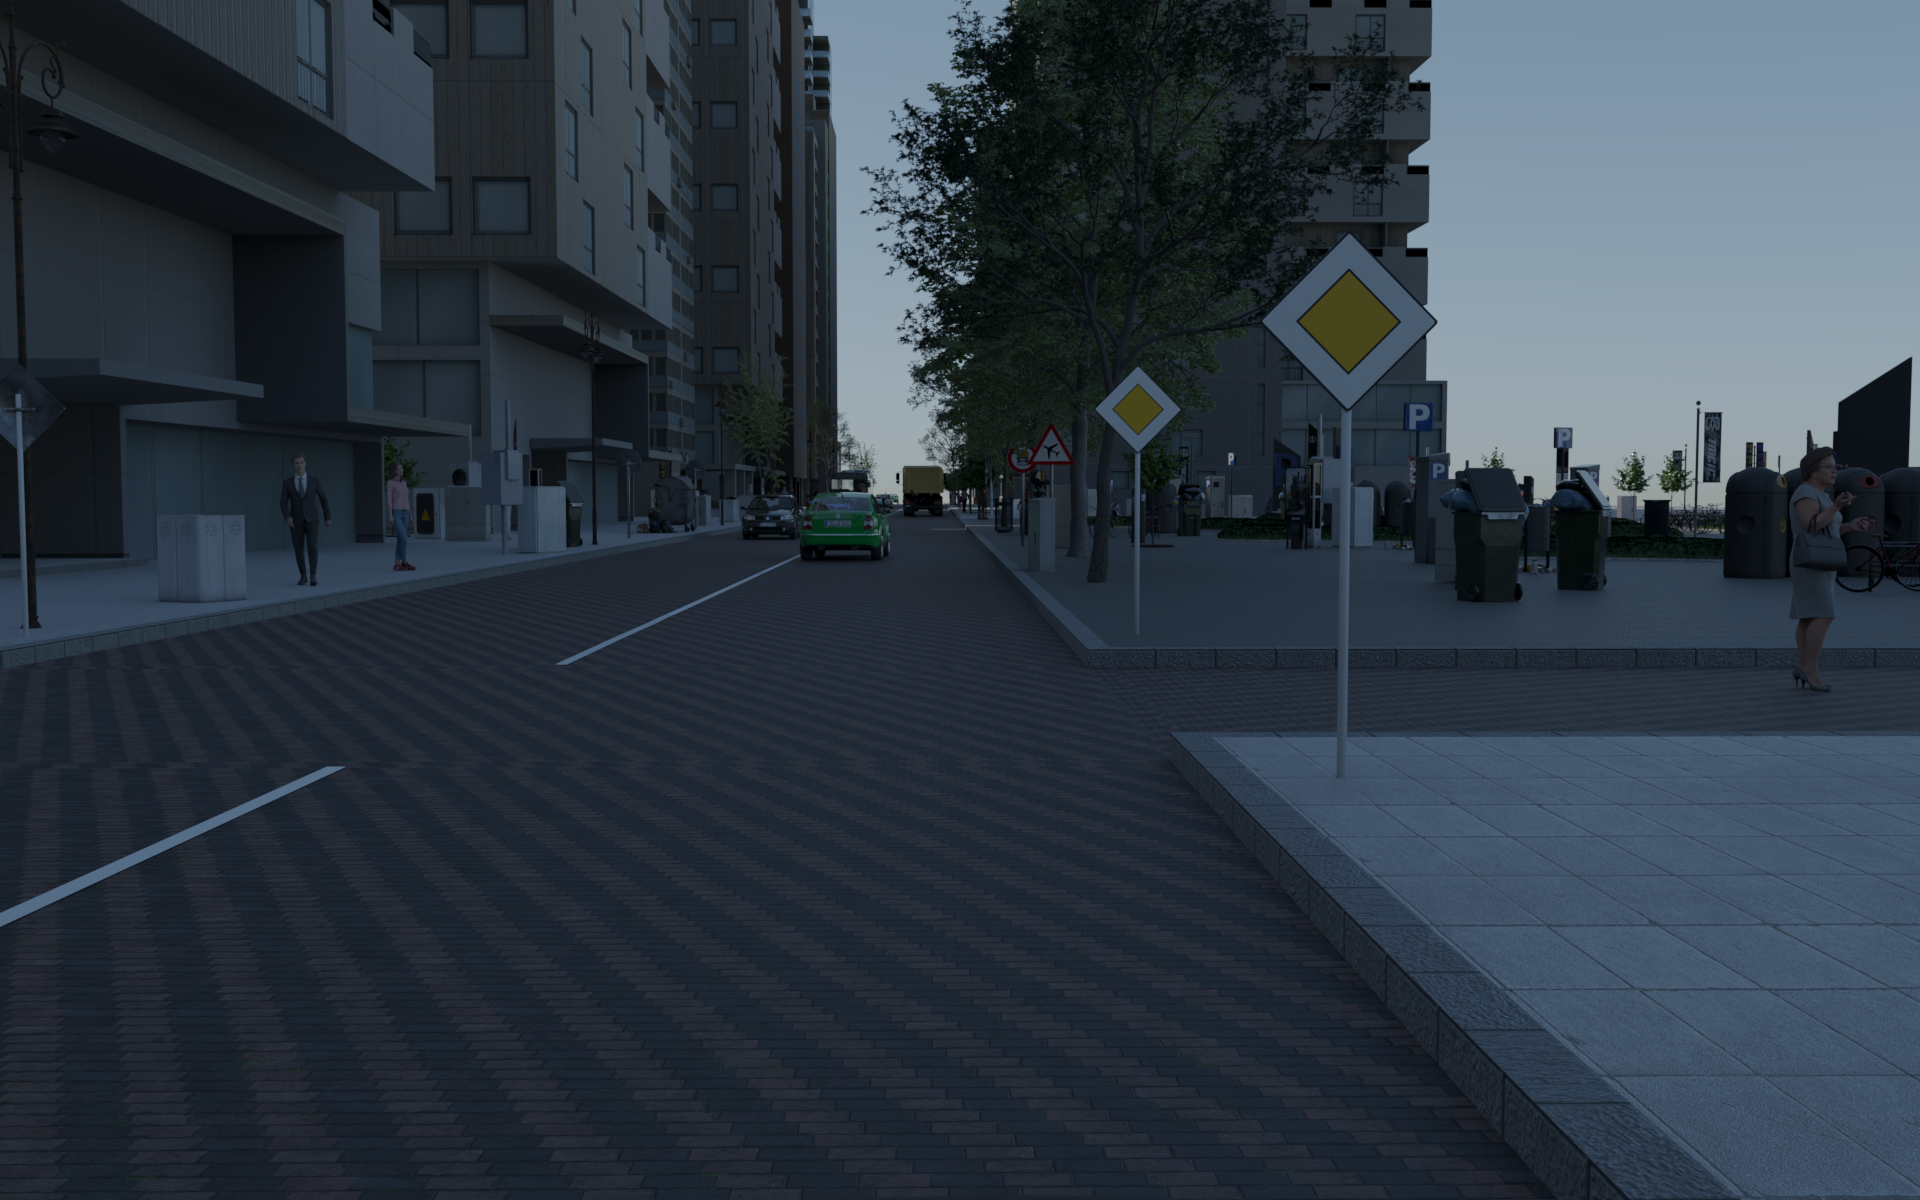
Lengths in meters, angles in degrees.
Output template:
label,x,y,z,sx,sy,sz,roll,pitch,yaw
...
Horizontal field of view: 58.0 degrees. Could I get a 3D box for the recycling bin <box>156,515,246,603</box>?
label,x,y,z,sx,sy,sz,roll,pitch,yaw
recycling bin,-9.099,-0.503,20.782,0.722,1.027,0.722,2,4,24

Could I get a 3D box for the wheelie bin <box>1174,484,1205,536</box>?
label,x,y,z,sx,sy,sz,roll,pitch,yaw
wheelie bin,7.037,-2.749,52.861,0.980,1.594,0.693,-1,4,-13

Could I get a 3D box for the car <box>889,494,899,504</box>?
label,x,y,z,sx,sy,sz,roll,pitch,yaw
car,-9.644,-14.636,248.096,1.959,1.807,4.718,0,4,-2

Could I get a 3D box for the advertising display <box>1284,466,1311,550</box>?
label,x,y,z,sx,sy,sz,roll,pitch,yaw
advertising display,7.842,-2.145,40.288,0.123,1.923,0.974,-1,4,-19

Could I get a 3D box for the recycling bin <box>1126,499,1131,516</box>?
label,x,y,z,sx,sy,sz,roll,pitch,yaw
recycling bin,8.984,-4.639,88.402,0.722,1.027,0.722,-3,4,-39

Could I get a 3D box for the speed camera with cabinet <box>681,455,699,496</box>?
label,x,y,z,sx,sy,sz,roll,pitch,yaw
speed camera with cabinet,-13.975,-5.791,89.018,0.660,3.252,2.038,1,4,9

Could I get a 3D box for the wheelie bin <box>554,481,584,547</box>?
label,x,y,z,sx,sy,sz,roll,pitch,yaw
wheelie bin,-9.580,-2.082,41.955,0.693,1.594,0.980,1,4,19

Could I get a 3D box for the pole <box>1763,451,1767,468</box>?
label,x,y,z,sx,sy,sz,roll,pitch,yaw
pole,38.325,-5.426,82.552,0.158,3.312,0.155,0,3,0

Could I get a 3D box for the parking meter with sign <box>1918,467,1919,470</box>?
label,x,y,z,sx,sy,sz,roll,pitch,yaw
parking meter with sign,26.869,-3.192,48.449,1.738,3.016,0.543,3,5,41

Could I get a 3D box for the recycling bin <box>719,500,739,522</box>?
label,x,y,z,sx,sy,sz,roll,pitch,yaw
recycling bin,-10.547,-4.066,79.029,0.722,1.027,0.722,1,4,9

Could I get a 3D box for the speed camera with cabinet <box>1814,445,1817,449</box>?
label,x,y,z,sx,sy,sz,roll,pitch,yaw
speed camera with cabinet,34.648,-4.694,71.079,0.660,3.252,2.038,1,4,10

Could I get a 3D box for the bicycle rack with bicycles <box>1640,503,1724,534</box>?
label,x,y,z,sx,sy,sz,roll,pitch,yaw
bicycle rack with bicycles,23.597,-2.619,56.195,2.925,0.926,2.852,0,4,-7

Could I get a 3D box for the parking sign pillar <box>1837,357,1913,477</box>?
label,x,y,z,sx,sy,sz,roll,pitch,yaw
parking sign pillar,18.047,-2.805,34.336,1.447,3.967,1.447,1,4,10

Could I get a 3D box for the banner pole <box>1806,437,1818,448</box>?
label,x,y,z,sx,sy,sz,roll,pitch,yaw
banner pole,37.194,-5.244,75.755,0.863,3.779,0.401,-1,4,-23

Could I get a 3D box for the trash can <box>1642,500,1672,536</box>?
label,x,y,z,sx,sy,sz,roll,pitch,yaw
trash can,18.160,-2.049,45.160,0.748,1.137,0.748,0,3,0

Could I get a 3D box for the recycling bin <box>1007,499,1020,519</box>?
label,x,y,z,sx,sy,sz,roll,pitch,yaw
recycling bin,2.589,-4.609,87.917,0.722,1.027,0.722,2,4,35

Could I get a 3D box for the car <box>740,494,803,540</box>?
label,x,y,z,sx,sy,sz,roll,pitch,yaw
car,-6.021,-2.818,55.856,2.009,1.686,4.222,0,4,-1

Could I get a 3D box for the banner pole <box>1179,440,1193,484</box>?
label,x,y,z,sx,sy,sz,roll,pitch,yaw
banner pole,10.486,-5.505,80.030,0.863,3.779,0.401,2,4,24

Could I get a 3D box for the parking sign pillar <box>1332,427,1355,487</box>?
label,x,y,z,sx,sy,sz,roll,pitch,yaw
parking sign pillar,15.465,-4.976,69.831,1.447,3.967,1.447,3,4,36

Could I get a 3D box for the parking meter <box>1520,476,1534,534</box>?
label,x,y,z,sx,sy,sz,roll,pitch,yaw
parking meter,18.139,-3.032,55.277,0.255,1.863,0.399,2,4,32

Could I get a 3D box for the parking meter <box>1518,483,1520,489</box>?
label,x,y,z,sx,sy,sz,roll,pitch,yaw
parking meter,29.405,-5.194,90.631,0.399,1.863,0.255,2,4,24

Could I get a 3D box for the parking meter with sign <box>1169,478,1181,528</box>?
label,x,y,z,sx,sy,sz,roll,pitch,yaw
parking meter with sign,7.957,-4.205,65.010,1.738,3.016,0.543,-3,5,-40

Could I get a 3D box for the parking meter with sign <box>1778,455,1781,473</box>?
label,x,y,z,sx,sy,sz,roll,pitch,yaw
parking meter with sign,37.494,-4.961,77.380,1.738,3.016,0.543,2,4,30

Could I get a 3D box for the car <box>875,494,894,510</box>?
label,x,y,z,sx,sy,sz,roll,pitch,yaw
car,-7.218,-9.206,162.319,2.131,1.459,4.920,0,3,0

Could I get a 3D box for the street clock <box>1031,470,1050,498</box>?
label,x,y,z,sx,sy,sz,roll,pitch,yaw
street clock,2.364,-2.917,52.269,0.358,2.002,0.471,3,5,44

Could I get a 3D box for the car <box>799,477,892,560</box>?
label,x,y,z,sx,sy,sz,roll,pitch,yaw
car,-2.536,-1.836,38.814,1.959,1.807,4.718,0,4,1

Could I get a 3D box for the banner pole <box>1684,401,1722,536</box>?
label,x,y,z,sx,sy,sz,roll,pitch,yaw
banner pole,20.005,-3.453,46.469,0.863,3.779,0.401,0,4,3

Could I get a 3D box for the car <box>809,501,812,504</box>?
label,x,y,z,sx,sy,sz,roll,pitch,yaw
car,-6.169,-4.464,82.581,1.945,1.707,3.694,0,4,0

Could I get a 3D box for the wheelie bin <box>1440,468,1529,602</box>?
label,x,y,z,sx,sy,sz,roll,pitch,yaw
wheelie bin,6.295,-0.787,20.771,0.980,1.594,0.693,-1,4,-16

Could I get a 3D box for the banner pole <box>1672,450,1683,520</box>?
label,x,y,z,sx,sy,sz,roll,pitch,yaw
banner pole,36.179,-5.932,86.998,0.863,3.779,0.401,2,4,24

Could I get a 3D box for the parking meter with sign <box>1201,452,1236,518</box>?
label,x,y,z,sx,sy,sz,roll,pitch,yaw
parking meter with sign,10.614,-4.647,72.238,1.738,3.016,0.543,-1,4,-22

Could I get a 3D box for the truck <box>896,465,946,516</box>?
label,x,y,z,sx,sy,sz,roll,pitch,yaw
truck,-2.530,-7.344,115.998,3.469,3.379,9.791,0,4,-3

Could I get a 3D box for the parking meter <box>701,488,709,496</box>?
label,x,y,z,sx,sy,sz,roll,pitch,yaw
parking meter,-11.018,-4.066,74.895,0.372,1.533,0.369,0,3,0

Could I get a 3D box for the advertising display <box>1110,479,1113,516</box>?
label,x,y,z,sx,sy,sz,roll,pitch,yaw
advertising display,6.418,-4.198,73.854,0.123,1.923,0.974,1,4,12

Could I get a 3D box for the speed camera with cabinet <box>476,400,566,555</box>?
label,x,y,z,sx,sy,sz,roll,pitch,yaw
speed camera with cabinet,-9.347,-2.619,37.157,0.660,3.252,2.038,2,4,27

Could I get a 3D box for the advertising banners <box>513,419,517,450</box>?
label,x,y,z,sx,sy,sz,roll,pitch,yaw
advertising banners,-10.195,-2.685,40.085,0.090,3.025,2.074,-1,4,-19

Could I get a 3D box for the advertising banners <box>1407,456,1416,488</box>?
label,x,y,z,sx,sy,sz,roll,pitch,yaw
advertising banners,21.423,-5.072,79.115,2.074,3.025,0.090,0,4,0

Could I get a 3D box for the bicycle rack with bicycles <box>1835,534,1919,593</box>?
label,x,y,z,sx,sy,sz,roll,pitch,yaw
bicycle rack with bicycles,13.217,-0.580,22.872,2.925,0.926,2.852,2,4,30

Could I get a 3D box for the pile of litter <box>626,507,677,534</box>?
label,x,y,z,sx,sy,sz,roll,pitch,yaw
pile of litter,-10.124,-2.620,56.796,1.719,0.858,1.176,-1,4,-12

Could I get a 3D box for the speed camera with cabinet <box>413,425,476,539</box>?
label,x,y,z,sx,sy,sz,roll,pitch,yaw
speed camera with cabinet,-14.646,-3.370,49.436,2.038,3.252,0.660,2,4,25

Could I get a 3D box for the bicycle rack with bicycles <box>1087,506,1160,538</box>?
label,x,y,z,sx,sy,sz,roll,pitch,yaw
bicycle rack with bicycles,4.892,-2.303,51.032,2.852,0.926,2.925,2,4,29

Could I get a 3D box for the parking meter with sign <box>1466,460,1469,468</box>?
label,x,y,z,sx,sy,sz,roll,pitch,yaw
parking meter with sign,25.188,-5.672,88.994,1.738,3.016,0.543,0,4,6

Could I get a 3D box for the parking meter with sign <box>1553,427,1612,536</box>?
label,x,y,z,sx,sy,sz,roll,pitch,yaw
parking meter with sign,16.036,-2.951,44.514,0.543,3.016,1.738,-1,4,-21

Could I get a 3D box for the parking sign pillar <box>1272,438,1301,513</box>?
label,x,y,z,sx,sy,sz,roll,pitch,yaw
parking sign pillar,15.570,-5.753,82.529,1.447,3.967,1.447,1,4,8

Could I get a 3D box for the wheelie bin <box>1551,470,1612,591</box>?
label,x,y,z,sx,sy,sz,roll,pitch,yaw
wheelie bin,8.340,-0.941,23.292,0.693,1.594,0.980,2,4,31

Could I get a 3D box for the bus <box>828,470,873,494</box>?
label,x,y,z,sx,sy,sz,roll,pitch,yaw
bus,-7.837,-8.062,126.677,2.948,3.499,13.247,0,4,-1

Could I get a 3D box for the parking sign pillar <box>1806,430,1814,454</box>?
label,x,y,z,sx,sy,sz,roll,pitch,yaw
parking sign pillar,36.095,-5.184,73.234,1.447,3.967,1.447,2,4,35

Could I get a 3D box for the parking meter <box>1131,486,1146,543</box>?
label,x,y,z,sx,sy,sz,roll,pitch,yaw
parking meter,4.669,-2.258,45.327,0.372,1.533,0.369,0,3,0

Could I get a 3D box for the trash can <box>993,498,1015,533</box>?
label,x,y,z,sx,sy,sz,roll,pitch,yaw
trash can,1.456,-2.800,57.427,0.748,1.137,0.748,0,3,0

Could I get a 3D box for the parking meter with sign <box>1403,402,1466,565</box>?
label,x,y,z,sx,sy,sz,roll,pitch,yaw
parking meter with sign,8.767,-2.199,32.208,0.543,3.016,1.738,0,4,-3

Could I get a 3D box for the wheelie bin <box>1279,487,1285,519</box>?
label,x,y,z,sx,sy,sz,roll,pitch,yaw
wheelie bin,14.176,-4.084,74.679,0.980,1.594,0.693,-2,4,-28

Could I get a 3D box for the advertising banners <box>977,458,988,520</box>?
label,x,y,z,sx,sy,sz,roll,pitch,yaw
advertising banners,1.124,-5.471,85.631,0.090,3.025,2.074,-1,4,-13
